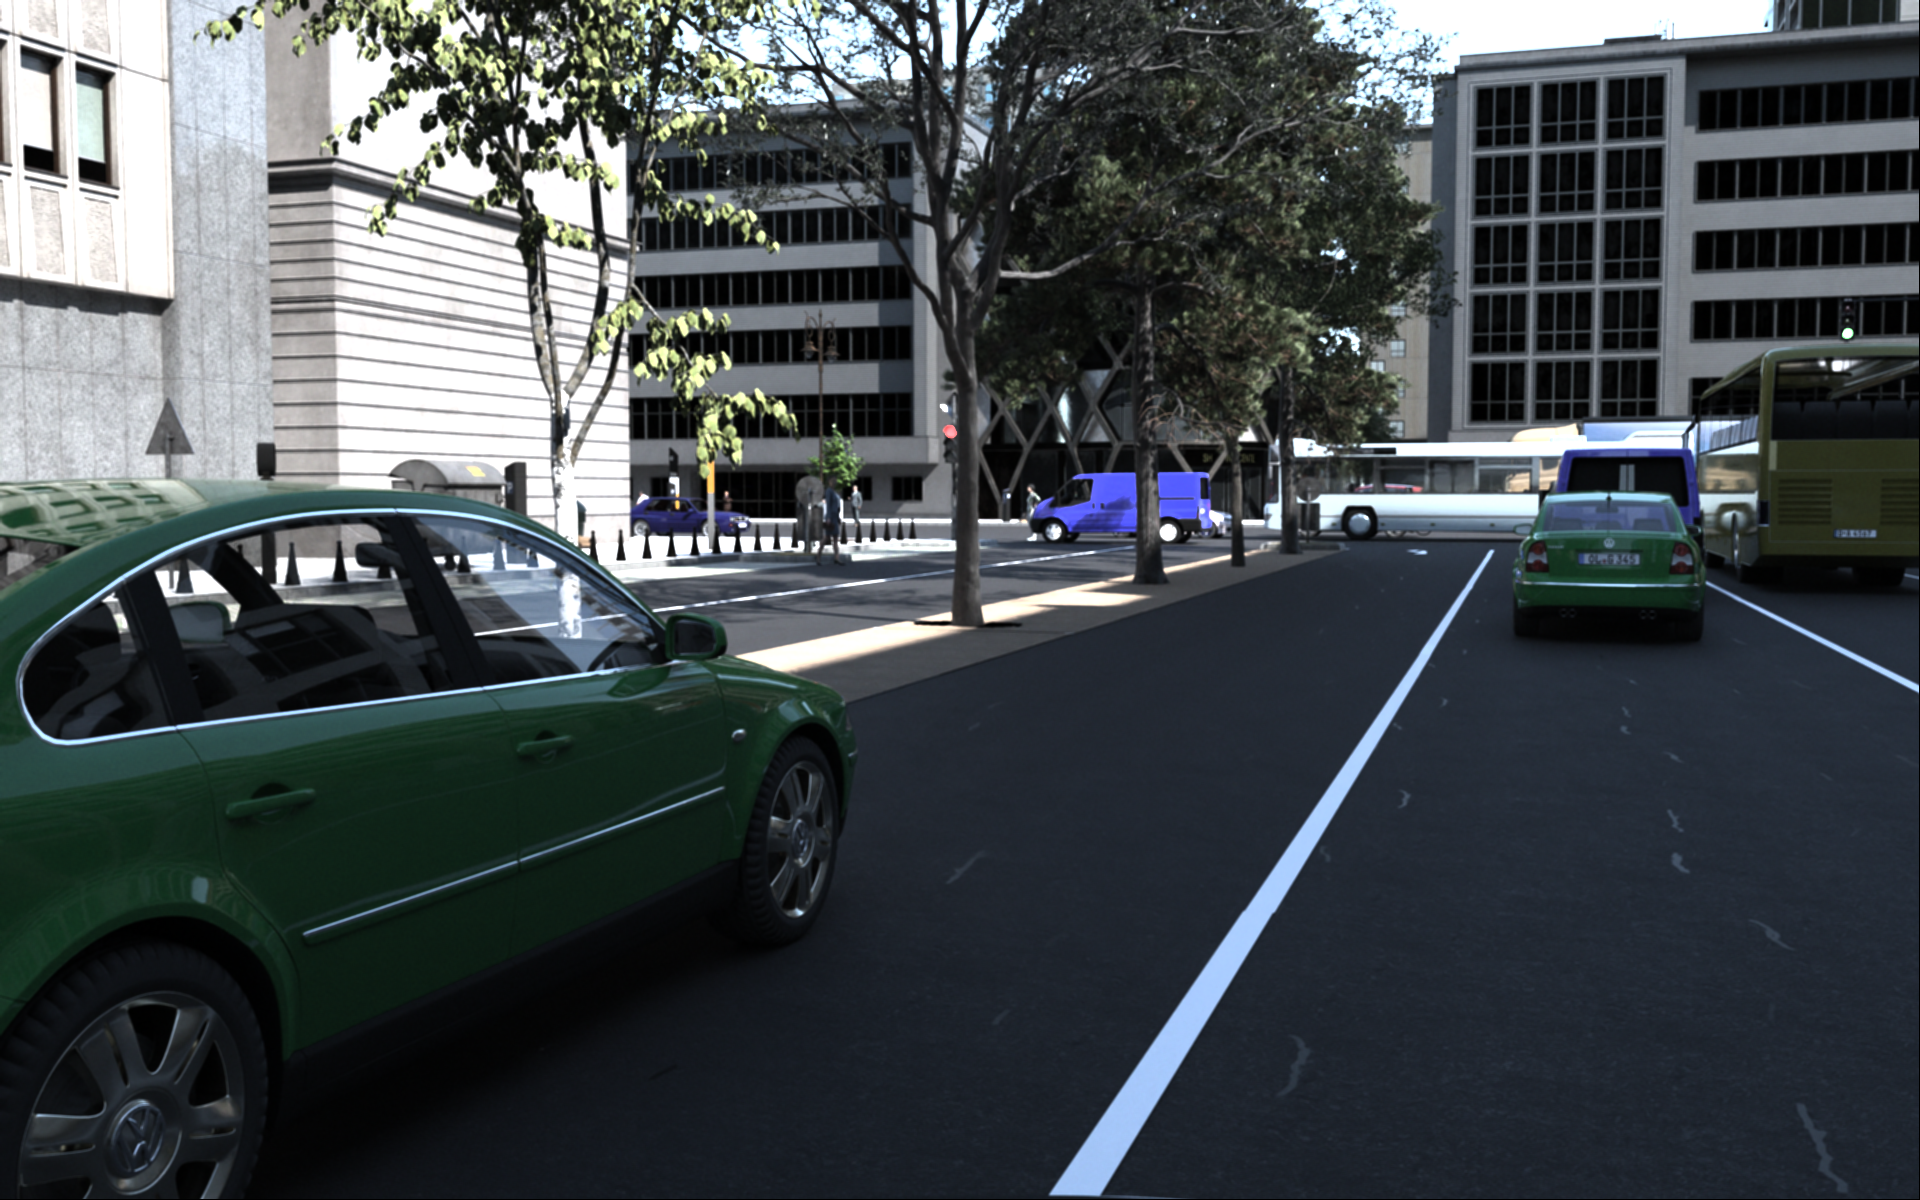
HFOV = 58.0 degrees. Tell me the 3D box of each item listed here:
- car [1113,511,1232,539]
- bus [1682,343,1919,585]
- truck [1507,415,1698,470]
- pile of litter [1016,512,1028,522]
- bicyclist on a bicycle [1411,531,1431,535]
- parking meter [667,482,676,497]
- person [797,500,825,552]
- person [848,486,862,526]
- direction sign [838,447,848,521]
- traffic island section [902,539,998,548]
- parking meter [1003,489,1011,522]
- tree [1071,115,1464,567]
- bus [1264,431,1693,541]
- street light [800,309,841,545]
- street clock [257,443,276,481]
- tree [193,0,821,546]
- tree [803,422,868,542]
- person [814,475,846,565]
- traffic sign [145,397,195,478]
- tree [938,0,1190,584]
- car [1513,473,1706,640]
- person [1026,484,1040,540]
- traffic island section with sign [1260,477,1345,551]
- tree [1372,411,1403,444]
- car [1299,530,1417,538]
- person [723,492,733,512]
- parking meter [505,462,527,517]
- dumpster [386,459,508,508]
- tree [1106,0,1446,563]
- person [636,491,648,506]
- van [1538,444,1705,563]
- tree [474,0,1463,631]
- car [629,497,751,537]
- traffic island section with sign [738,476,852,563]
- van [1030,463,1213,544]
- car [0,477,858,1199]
[{"bbox_3d":[6.801,-2.717,56.786,4.827,1.381,2.083,1,4,20],"label":"car"},{"bbox_3d":[14.607,-2.365,30.220,2.896,3.916,12.252,1,4,19],"label":"bus"},{"bbox_3d":[25.121,-4.552,63.340,11.283,4.237,2.839,1,4,20],"label":"truck"},{"bbox_3d":[3.404,-3.968,78.838,1.719,0.858,1.176,0,4,6],"label":"pile of litter"},{"bbox_3d":[15.573,-3.060,60.055,1.625,1.676,1.499,1,4,17],"label":"bicyclist on a bicycle"},{"bbox_3d":[-14.289,-4.899,85.815,0.399,1.863,0.255,-3,5,-43],"label":"parking meter"},{"bbox_3d":[-3.298,-1.837,38.710,0.661,1.801,0.590,2,4,34],"label":"person"},{"bbox_3d":[-4.714,-4.200,77.352,0.661,1.801,0.590,3,4,38],"label":"person"},{"bbox_3d":[-5.857,-5.619,83.865,0.876,3.537,0.379,-1,4,-20],"label":"direction sign"},{"bbox_3d":[-0.185,-1.547,47.573,2.009,0.180,2.903,1,4,18],"label":"traffic island section"},{"bbox_3d":[2.139,-4.348,79.505,0.372,1.533,0.369,0,3,0],"label":"parking meter"},{"bbox_3d":[5.598,-5.943,34.039,8.767,10.594,7.601,1,4,18],"label":"tree"},{"bbox_3d":[15.305,-3.581,53.404,13.247,3.499,2.948,1,4,17],"label":"bus"},{"bbox_3d":[-3.495,-4.327,43.532,0.468,5.910,1.993,1,4,18],"label":"street light"},{"bbox_3d":[-9.845,-1.227,24.630,0.358,2.002,0.471,-1,4,-18],"label":"street clock"},{"bbox_3d":[-2.453,-3.511,10.231,4.737,8.622,4.395,0,3,0],"label":"tree"},{"bbox_3d":[-3.475,-3.203,46.964,1.663,3.219,1.824,0,3,0],"label":"tree"},{"bbox_3d":[-2.616,-1.615,34.936,0.654,1.822,0.581,2,4,33],"label":"person"},{"bbox_3d":[-10.663,-1.428,23.352,0.884,2.594,0.081,2,4,24],"label":"traffic sign"},{"bbox_3d":[2.928,-6.282,27.223,6.751,12.117,7.091,0,3,0],"label":"tree"},{"bbox_3d":[6.917,-0.595,18.522,1.959,1.807,4.718,1,4,20],"label":"car"},{"bbox_3d":[2.249,-2.712,53.560,0.376,1.734,0.841,0,4,-5],"label":"person"},{"bbox_3d":[8.931,-2.245,44.839,2.006,1.907,1.989,1,4,18],"label":"traffic island section with sign"},{"bbox_3d":[47.421,-17.316,201.246,7.486,12.596,7.792,0,3,0],"label":"tree"},{"bbox_3d":[13.186,-2.842,58.269,4.920,1.459,2.131,1,4,17],"label":"car"},{"bbox_3d":[-10.582,-4.169,78.934,0.388,1.546,0.482,3,4,39],"label":"person"},{"bbox_3d":[-8.113,-1.586,31.647,0.399,1.863,0.255,3,5,45],"label":"parking meter"},{"bbox_3d":[-8.778,-1.463,29.673,1.264,1.857,1.865,1,4,18],"label":"dumpster"},{"bbox_3d":[7.774,-7.120,40.924,6.751,12.117,7.091,0,3,0],"label":"tree"},{"bbox_3d":[-12.229,-3.423,66.671,0.590,1.554,0.614,3,5,42],"label":"person"},{"bbox_3d":[9.556,-1.268,25.112,2.240,2.365,5.245,1,4,19],"label":"van"},{"bbox_3d":[0.064,-6.442,18.159,12.009,13.543,11.850,0,3,0],"label":"tree"},{"bbox_3d":[-8.818,-2.674,56.295,3.894,1.354,1.945,1,4,19],"label":"car"},{"bbox_3d":[-3.383,-1.720,36.742,1.989,1.847,2.006,1,4,18],"label":"traffic island section with sign"},{"bbox_3d":[4.668,-2.828,50.630,5.245,2.365,2.240,1,4,18],"label":"van"},{"bbox_3d":[-1.778,0.264,4.481,1.959,1.807,4.718,1,4,19],"label":"car"}]
